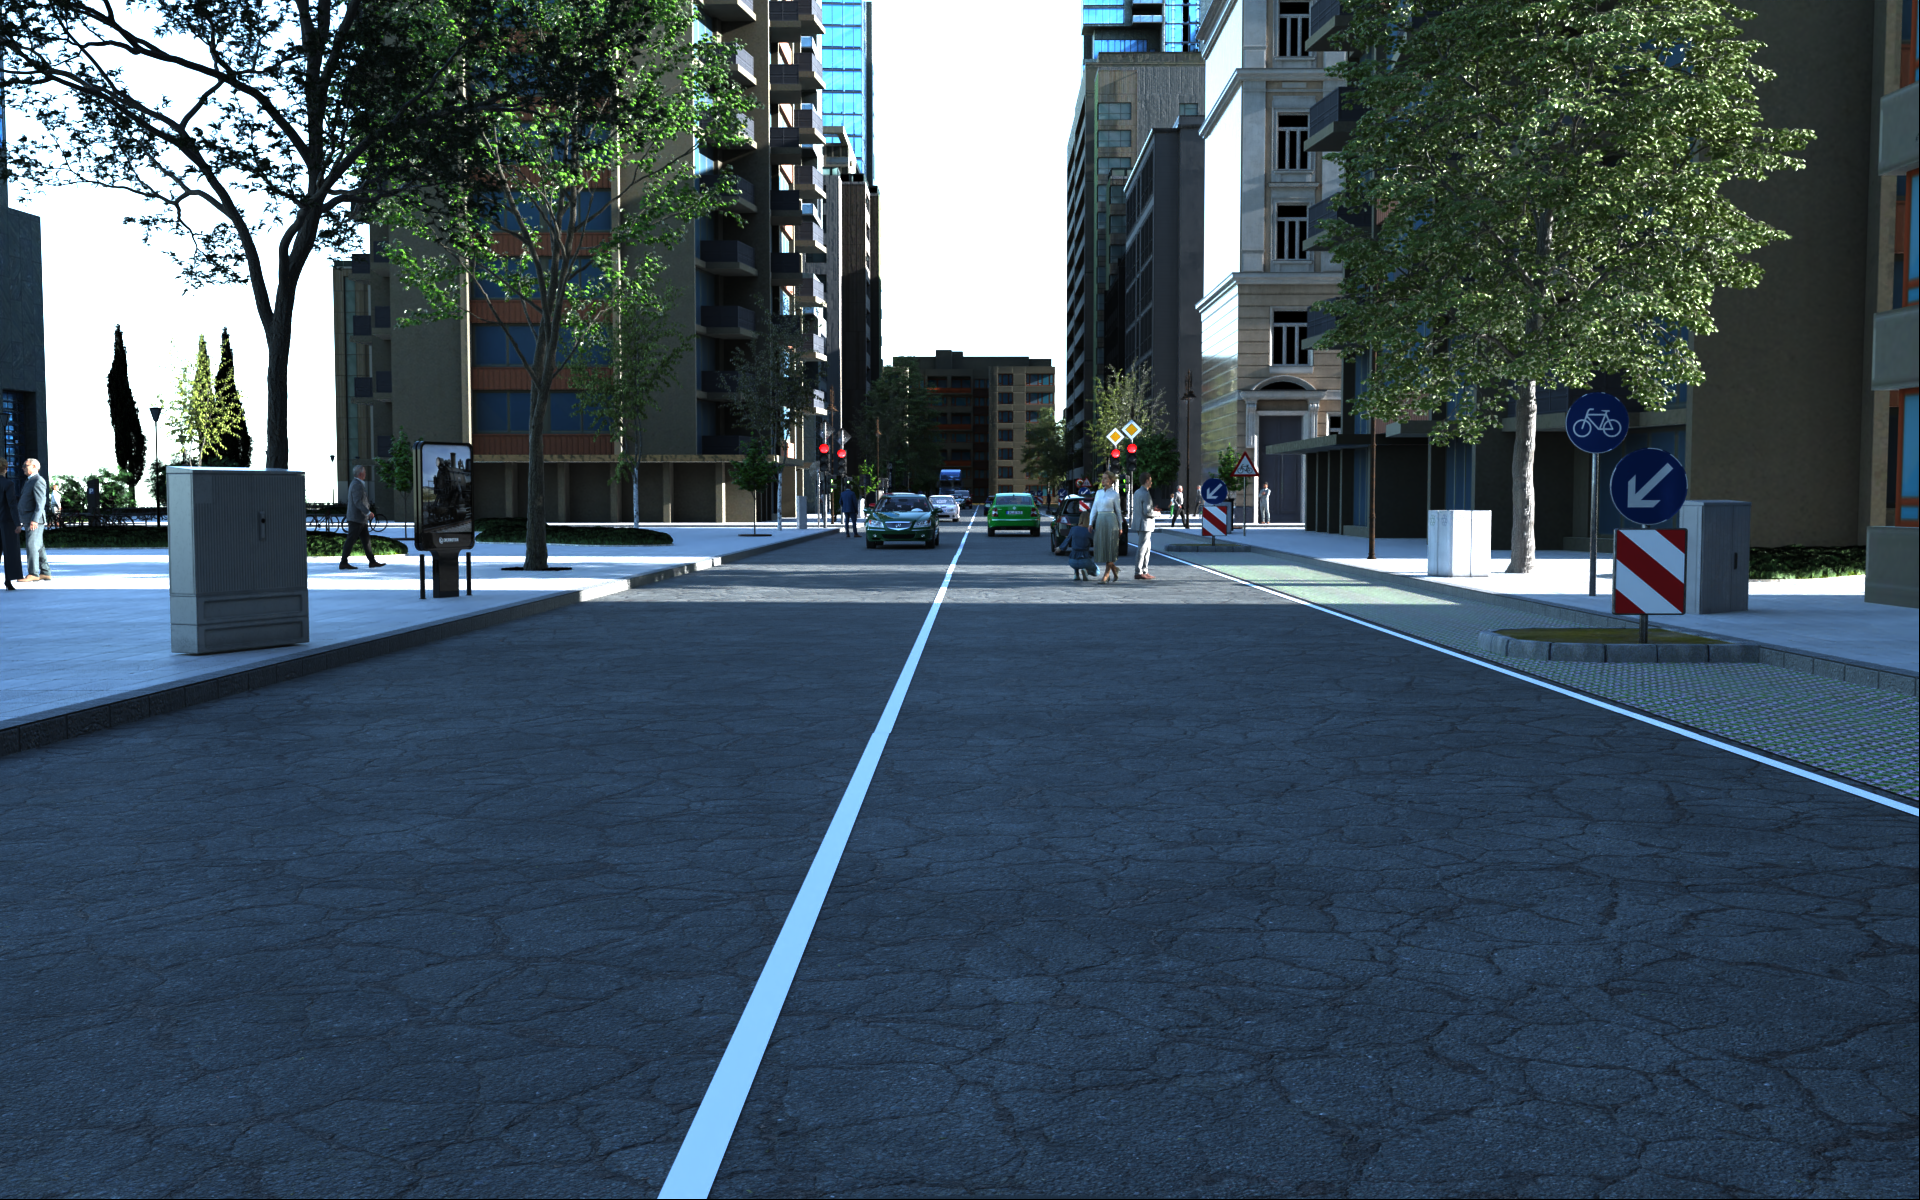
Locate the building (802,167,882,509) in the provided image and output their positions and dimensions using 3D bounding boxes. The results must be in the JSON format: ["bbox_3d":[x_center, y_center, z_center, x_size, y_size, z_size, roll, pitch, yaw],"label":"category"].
[{"bbox_3d":[-14.412,-23.476,155.540,14.160,30.474,14.107,0,4,1],"label":"building"}]

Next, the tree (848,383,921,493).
[{"bbox_3d":[-5.061,-9.988,113.673,4.360,8.622,3.978,0,3,0],"label":"tree"}]

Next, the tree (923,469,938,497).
[{"bbox_3d":[-4.375,-14.492,220.665,4.285,4.588,4.351,0,3,0],"label":"tree"}]

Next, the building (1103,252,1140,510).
[{"bbox_3d":[18.308,-18.963,139.726,12.332,23.373,15.834,0,4,1],"label":"building"}]

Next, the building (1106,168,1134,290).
[{"bbox_3d":[19.973,-23.490,155.764,14.160,30.474,14.107,0,4,1],"label":"building"}]

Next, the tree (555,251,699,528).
[{"bbox_3d":[-9.960,-6.200,51.738,4.737,8.622,4.395,0,3,0],"label":"tree"}]

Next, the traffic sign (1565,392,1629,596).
[{"bbox_3d":[7.952,-1.321,21.699,0.768,2.556,0.104,0,4,7],"label":"traffic sign"}]

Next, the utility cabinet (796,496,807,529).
[{"bbox_3d":[-5.812,-3.215,63.721,0.306,1.237,1.020,-1,4,-11],"label":"utility cabinet"}]

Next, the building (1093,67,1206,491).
[{"bbox_3d":[20.000,-29.719,169.507,14.154,41.232,14.086,0,4,1],"label":"building"}]

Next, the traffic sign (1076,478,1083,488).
[{"bbox_3d":[9.759,-8.592,140.592,0.768,2.556,0.104,1,4,10],"label":"traffic sign"}]

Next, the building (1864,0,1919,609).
[{"bbox_3d":[24.370,-9.802,5.306,27.650,21.520,28.899,0,4,1],"label":"building"}]

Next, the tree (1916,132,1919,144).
[{"bbox_3d":[7.600,-3.661,10.219,4.360,8.622,3.978,0,3,0],"label":"tree"}]

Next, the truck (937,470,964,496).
[{"bbox_3d":[-0.893,-12.652,196.621,2.967,4.110,18.799,0,4,1],"label":"truck"}]

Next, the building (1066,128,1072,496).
[{"bbox_3d":[23.984,-35.787,208.824,21.300,48.544,21.600,0,4,1],"label":"building"}]

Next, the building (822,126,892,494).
[{"bbox_3d":[-23.083,-29.517,174.482,32.217,40.220,23.993,0,4,1],"label":"building"}]

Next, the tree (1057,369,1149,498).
[{"bbox_3d":[9.155,-9.315,102.665,4.737,8.622,4.395,0,3,0],"label":"tree"}]

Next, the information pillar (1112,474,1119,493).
[{"bbox_3d":[8.687,-6.455,96.897,0.504,3.616,0.183,-3,4,-39],"label":"information pillar"}]

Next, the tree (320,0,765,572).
[{"bbox_3d":[-6.969,-6.304,28.824,9.928,11.665,9.643,0,3,0],"label":"tree"}]

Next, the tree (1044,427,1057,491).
[{"bbox_3d":[10.470,-14.029,179.739,4.737,8.622,4.395,0,3,0],"label":"tree"}]

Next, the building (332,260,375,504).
[{"bbox_3d":[-68.088,-27.088,214.592,14.107,30.474,14.160,0,4,1],"label":"building"}]

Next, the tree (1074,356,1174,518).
[{"bbox_3d":[9.210,-8.750,93.419,4.360,8.622,3.978,0,3,0],"label":"tree"}]

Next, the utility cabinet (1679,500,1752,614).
[{"bbox_3d":[8.207,-0.469,18.830,1.020,1.237,0.306,-3,4,-38],"label":"utility cabinet"}]

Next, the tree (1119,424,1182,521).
[{"bbox_3d":[9.016,-6.016,82.076,4.285,4.588,4.351,0,3,0],"label":"tree"}]

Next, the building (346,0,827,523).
[{"bbox_3d":[-18.638,-26.575,89.131,22.147,44.769,28.867,0,4,1],"label":"building"}]

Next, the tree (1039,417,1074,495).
[{"bbox_3d":[9.790,-12.886,161.049,4.360,8.622,3.978,0,3,0],"label":"tree"}]

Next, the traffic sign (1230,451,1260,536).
[{"bbox_3d":[8.657,-3.220,52.649,0.884,2.594,0.081,1,4,10],"label":"traffic sign"}]

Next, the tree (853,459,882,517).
[{"bbox_3d":[-5.179,-6.234,96.521,1.663,3.219,1.824,0,3,0],"label":"tree"}]

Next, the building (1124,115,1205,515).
[{"bbox_3d":[19.266,-19.921,119.208,14.314,27.812,24.014,0,4,1],"label":"building"}]

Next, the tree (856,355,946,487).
[{"bbox_3d":[-4.904,-13.670,141.628,7.486,12.596,7.792,0,3,0],"label":"tree"}]

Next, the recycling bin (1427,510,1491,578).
[{"bbox_3d":[7.775,-0.883,26.989,0.722,1.027,0.722,-1,4,-13],"label":"recycling bin"}]

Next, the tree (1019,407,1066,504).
[{"bbox_3d":[11.473,-18.809,225.646,7.486,12.596,7.792,0,3,0],"label":"tree"}]

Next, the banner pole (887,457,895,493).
[{"bbox_3d":[-4.648,-7.832,118.077,0.863,3.779,0.401,-3,5,-40],"label":"banner pole"}]

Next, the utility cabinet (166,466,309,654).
[{"bbox_3d":[-5.905,-0.340,14.231,0.318,1.500,1.173,2,4,24],"label":"utility cabinet"}]

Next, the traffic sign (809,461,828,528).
[{"bbox_3d":[-5.390,-4.032,66.027,0.768,2.556,0.104,0,4,7],"label":"traffic sign"}]

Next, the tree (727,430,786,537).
[{"bbox_3d":[-6.322,-3.561,52.821,1.663,3.219,1.824,0,3,0],"label":"tree"}]

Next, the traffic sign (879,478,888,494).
[{"bbox_3d":[-4.854,-6.561,109.400,0.606,2.300,0.079,1,4,10],"label":"traffic sign"}]

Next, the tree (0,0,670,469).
[{"bbox_3d":[-6.223,-4.933,15.064,8.767,10.594,7.601,0,4,3],"label":"tree"}]

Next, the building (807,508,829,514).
[{"bbox_3d":[-20.393,-49.729,125.746,22.319,86.520,31.000,0,4,1],"label":"building"}]

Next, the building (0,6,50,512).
[{"bbox_3d":[-62.748,-47.151,83.589,31.000,86.520,22.319,0,4,1],"label":"building"}]

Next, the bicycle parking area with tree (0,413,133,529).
[{"bbox_3d":[-34.631,-4.392,58.816,9.016,4.147,8.231,3,4,36],"label":"bicycle parking area with tree"}]

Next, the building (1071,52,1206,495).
[{"bbox_3d":[23.541,-34.469,187.268,21.300,48.544,21.600,0,4,1],"label":"building"}]

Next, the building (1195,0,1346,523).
[{"bbox_3d":[21.919,-18.090,81.678,20.117,28.700,13.634,0,4,1],"label":"building"}]

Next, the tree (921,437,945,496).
[{"bbox_3d":[-3.595,-16.216,215.492,4.360,8.622,3.978,0,3,0],"label":"tree"}]

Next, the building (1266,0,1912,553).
[{"bbox_3d":[21.476,-23.962,46.399,22.147,44.769,28.867,0,4,1],"label":"building"}]

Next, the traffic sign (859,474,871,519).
[{"bbox_3d":[-4.914,-5.345,89.517,0.606,2.300,0.079,1,4,9],"label":"traffic sign"}]

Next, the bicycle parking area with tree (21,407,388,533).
[{"bbox_3d":[-24.080,-4.244,56.393,8.231,4.147,9.016,3,4,37],"label":"bicycle parking area with tree"}]

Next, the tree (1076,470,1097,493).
[{"bbox_3d":[10.312,-8.816,138.746,1.663,3.219,1.824,0,3,0],"label":"tree"}]

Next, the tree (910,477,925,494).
[{"bbox_3d":[-4.472,-11.511,182.813,1.663,3.219,1.824,0,3,0],"label":"tree"}]

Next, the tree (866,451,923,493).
[{"bbox_3d":[-5.296,-8.677,125.575,4.285,4.588,4.351,0,3,0],"label":"tree"}]

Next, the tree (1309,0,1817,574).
[{"bbox_3d":[9.559,-6.705,27.754,7.486,12.596,7.792,0,3,0],"label":"tree"}]

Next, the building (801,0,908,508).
[{"bbox_3d":[-22.286,-54.819,208.967,31.000,86.520,22.319,0,4,1],"label":"building"}]

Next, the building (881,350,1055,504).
[{"bbox_3d":[-1.384,-24.655,248.156,28.899,21.520,27.650,0,4,1],"label":"building"}]

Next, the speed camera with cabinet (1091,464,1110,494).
[{"bbox_3d":[9.229,-7.249,112.854,0.660,3.252,2.038,-2,4,-25],"label":"speed camera with cabinet"}]

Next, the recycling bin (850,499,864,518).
[{"bbox_3d":[-5.556,-4.913,92.888,0.722,1.027,0.722,1,4,10],"label":"recycling bin"}]

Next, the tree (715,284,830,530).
[{"bbox_3d":[-6.447,-6.772,61.087,4.360,8.622,3.978,0,3,0],"label":"tree"}]

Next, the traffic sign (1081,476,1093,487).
[{"bbox_3d":[9.212,-7.705,125.976,0.884,2.594,0.081,0,4,8],"label":"traffic sign"}]

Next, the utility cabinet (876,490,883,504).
[{"bbox_3d":[-4.927,-5.940,105.795,0.318,1.500,1.173,-1,4,-9],"label":"utility cabinet"}]

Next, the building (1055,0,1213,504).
[{"bbox_3d":[28.530,-56.923,243.354,31.000,86.520,22.319,0,4,1],"label":"building"}]

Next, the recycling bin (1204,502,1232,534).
[{"bbox_3d":[8.336,-2.659,56.029,0.722,1.027,0.722,-1,4,-10],"label":"recycling bin"}]
